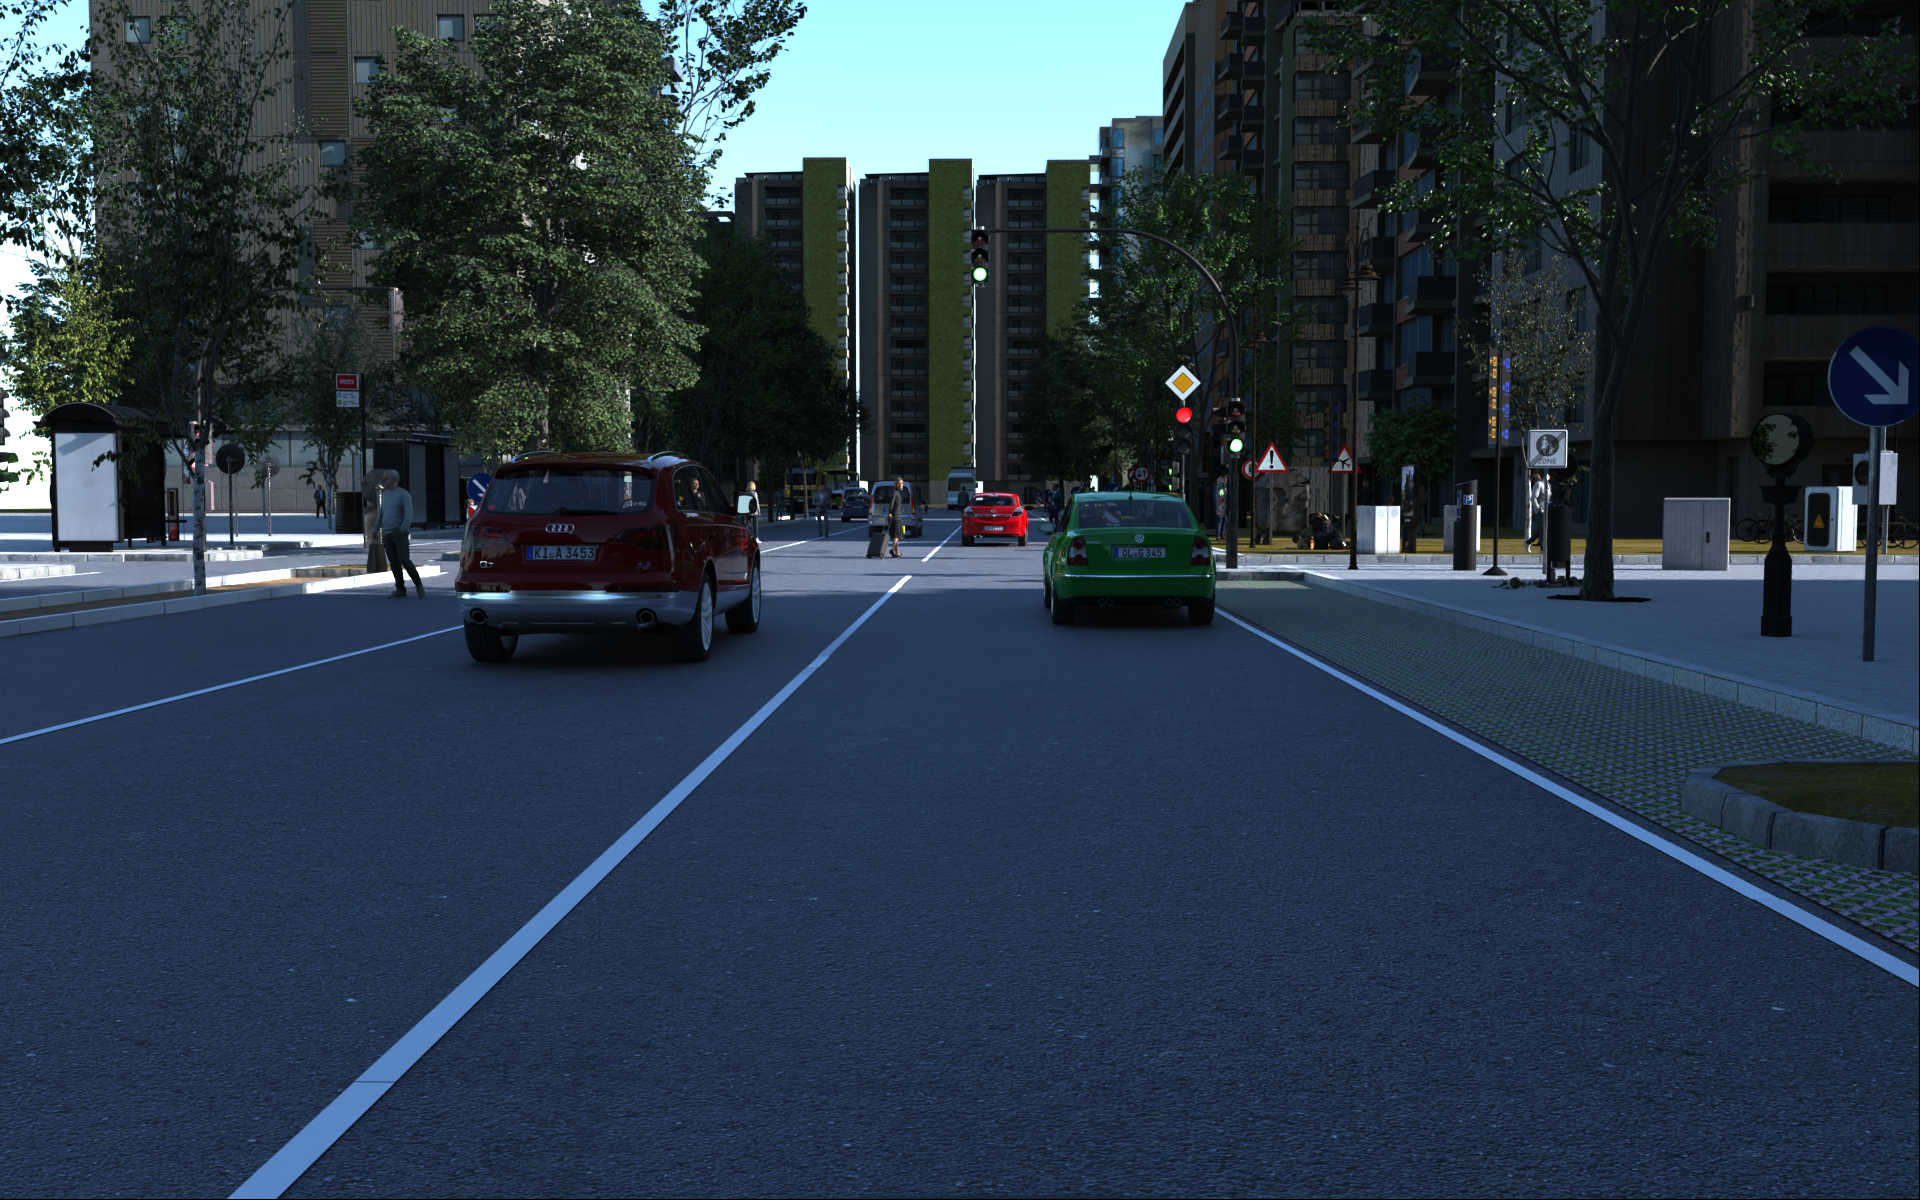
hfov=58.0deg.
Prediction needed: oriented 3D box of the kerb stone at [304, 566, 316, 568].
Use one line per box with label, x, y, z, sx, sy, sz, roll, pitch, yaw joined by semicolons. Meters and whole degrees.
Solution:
kerb stone;-11.441;-0.507;30.491;0.120;0.150;1.000;0;4;1

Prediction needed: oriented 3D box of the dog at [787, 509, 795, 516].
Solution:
dog;-10.305;-5.281;105.630;0.406;0.507;0.540;0;3;0

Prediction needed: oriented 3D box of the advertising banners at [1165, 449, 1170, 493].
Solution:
advertising banners;7.960;-4.302;66.520;0.090;3.025;2.074;0;4;4

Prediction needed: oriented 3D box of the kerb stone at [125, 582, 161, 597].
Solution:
kerb stone;-11.570;-0.132;24.353;0.120;0.150;1.000;0;4;1

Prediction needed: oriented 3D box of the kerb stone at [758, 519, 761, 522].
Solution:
kerb stone;-10.289;-3.987;87.386;0.120;0.150;1.000;0;4;1

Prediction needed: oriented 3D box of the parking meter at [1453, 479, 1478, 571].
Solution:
parking meter;8.503;-1.268;29.148;0.372;1.533;0.369;0;3;0

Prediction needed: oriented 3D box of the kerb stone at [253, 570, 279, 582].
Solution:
kerb stone;-11.493;-0.382;28.442;0.120;0.150;1.000;0;4;1

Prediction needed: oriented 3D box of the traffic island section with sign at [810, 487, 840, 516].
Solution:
traffic island section with sign;-8.713;-6.409;112.927;2.006;1.907;1.989;0;4;1

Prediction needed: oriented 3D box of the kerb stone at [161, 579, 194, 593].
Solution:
kerb stone;-11.555;-0.195;25.376;0.120;0.150;1.000;0;4;1

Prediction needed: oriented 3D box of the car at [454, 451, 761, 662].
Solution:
car;-3.136;-0.468;16.325;2.281;1.827;5.304;0;4;1

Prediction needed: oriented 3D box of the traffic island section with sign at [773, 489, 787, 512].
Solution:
traffic island section with sign;-14.380;-8.043;140.138;1.989;1.847;2.006;0;4;1

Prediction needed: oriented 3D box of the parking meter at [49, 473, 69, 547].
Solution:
parking meter;-21.642;-2.199;41.667;0.399;1.863;0.255;0;4;-1

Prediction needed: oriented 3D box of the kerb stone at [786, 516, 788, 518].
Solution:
kerb stone;-10.055;-4.677;98.660;0.120;0.150;1.000;0;4;1

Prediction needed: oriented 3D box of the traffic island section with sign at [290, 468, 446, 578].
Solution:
traffic island section with sign;-10.396;-1.362;30.398;2.006;1.907;1.989;0;4;1

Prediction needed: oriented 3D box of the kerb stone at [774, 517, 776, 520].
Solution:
kerb stone;-10.158;-4.364;93.541;0.120;0.150;1.000;0;4;1

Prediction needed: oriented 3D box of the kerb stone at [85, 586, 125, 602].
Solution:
kerb stone;-11.595;-0.064;23.323;0.120;0.150;1.000;0;4;1

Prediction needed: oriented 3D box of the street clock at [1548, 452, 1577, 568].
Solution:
street clock;10.422;-1.559;30.053;0.471;2.002;0.358;-1;4;-10

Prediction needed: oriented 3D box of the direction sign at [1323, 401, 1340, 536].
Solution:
direction sign;9.124;-3.096;42.614;0.379;3.537;0.876;-1;4;-11

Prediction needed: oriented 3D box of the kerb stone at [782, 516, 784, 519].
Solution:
kerb stone;-10.098;-4.548;96.608;0.120;0.150;1.000;0;4;1

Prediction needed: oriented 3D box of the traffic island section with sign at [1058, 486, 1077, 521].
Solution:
traffic island section with sign;5.926;-4.963;89.780;1.989;1.847;2.006;0;4;1

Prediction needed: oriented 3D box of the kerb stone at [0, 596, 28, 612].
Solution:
kerb stone;-11.643;0.057;21.274;0.120;0.150;1.000;0;4;1

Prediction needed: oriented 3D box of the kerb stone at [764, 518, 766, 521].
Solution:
kerb stone;-10.251;-4.113;89.442;0.120;0.150;1.000;0;4;1

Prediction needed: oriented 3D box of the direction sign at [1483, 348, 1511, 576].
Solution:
direction sign;8.464;-2.158;27.282;0.379;3.537;0.876;3;4;38

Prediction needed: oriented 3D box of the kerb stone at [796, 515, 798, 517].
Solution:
kerb stone;-9.950;-4.987;103.791;0.120;0.150;1.000;0;4;1

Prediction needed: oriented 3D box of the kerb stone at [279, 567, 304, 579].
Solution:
kerb stone;-11.465;-0.445;29.465;0.120;0.150;1.000;0;4;1

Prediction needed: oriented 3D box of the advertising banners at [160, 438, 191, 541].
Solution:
advertising banners;-21.473;-3.119;47.186;2.074;3.025;0.090;2;4;35

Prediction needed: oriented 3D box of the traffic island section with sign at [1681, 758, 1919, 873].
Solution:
traffic island section with sign;4.238;0.080;7.317;1.989;1.847;2.006;0;4;1

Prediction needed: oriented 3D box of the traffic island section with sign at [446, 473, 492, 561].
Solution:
traffic island section with sign;-10.235;-1.815;37.804;2.006;1.907;1.989;0;4;1

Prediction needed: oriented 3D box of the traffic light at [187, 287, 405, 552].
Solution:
traffic light;-14.645;-3.882;38.138;4.771;5.953;1.251;0;4;1

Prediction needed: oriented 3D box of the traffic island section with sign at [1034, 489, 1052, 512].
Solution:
traffic island section with sign;6.944;-8.009;139.570;1.989;1.847;2.006;0;4;1

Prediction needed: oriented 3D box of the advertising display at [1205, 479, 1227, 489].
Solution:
advertising display;10.967;-4.203;73.937;0.974;1.923;0.123;0;4;0

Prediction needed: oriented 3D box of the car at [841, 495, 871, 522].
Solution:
car;-5.170;-4.748;89.634;2.014;1.417;4.499;0;4;1

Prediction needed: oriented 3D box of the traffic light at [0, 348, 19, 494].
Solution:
traffic light;-16.901;-2.522;30.162;0.839;4.253;0.868;0;4;1

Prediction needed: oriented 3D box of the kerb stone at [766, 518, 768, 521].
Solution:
kerb stone;-10.223;-4.167;90.464;0.120;0.150;1.000;0;4;1

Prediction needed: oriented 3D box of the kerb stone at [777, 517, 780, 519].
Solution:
kerb stone;-10.114;-4.489;95.586;0.120;0.150;1.000;0;4;1

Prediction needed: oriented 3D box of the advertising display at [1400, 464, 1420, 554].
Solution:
advertising display;9.787;-1.988;37.714;0.123;1.923;0.974;0;4;-2

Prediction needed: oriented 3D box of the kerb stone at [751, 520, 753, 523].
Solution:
kerb stone;-10.329;-3.861;85.342;0.120;0.150;1.000;0;4;1

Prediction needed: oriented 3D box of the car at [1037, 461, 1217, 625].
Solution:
car;1.911;-0.710;20.398;1.959;1.807;4.718;0;4;1

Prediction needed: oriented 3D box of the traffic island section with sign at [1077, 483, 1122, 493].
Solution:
traffic island section with sign;5.378;-3.315;62.831;1.989;1.847;2.006;0;4;1

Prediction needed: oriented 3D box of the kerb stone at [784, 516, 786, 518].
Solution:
kerb stone;-10.080;-4.611;97.638;0.120;0.150;1.000;0;4;1

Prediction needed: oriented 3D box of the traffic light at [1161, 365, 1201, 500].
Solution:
traffic light;4.818;-2.985;37.723;0.839;4.253;0.868;0;4;1

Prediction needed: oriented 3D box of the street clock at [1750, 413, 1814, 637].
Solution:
street clock;7.365;-0.673;15.568;0.358;2.002;0.471;-2;4;-35

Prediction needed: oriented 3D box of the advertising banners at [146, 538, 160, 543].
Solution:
advertising banners;-21.255;-3.006;45.333;0.090;3.025;2.074;-1;4;-17

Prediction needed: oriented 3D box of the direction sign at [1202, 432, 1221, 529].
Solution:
direction sign;9.207;-4.371;63.459;0.876;3.537;0.379;-2;4;-34

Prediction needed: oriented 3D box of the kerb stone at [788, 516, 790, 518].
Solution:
kerb stone;-10.036;-4.737;99.689;0.120;0.150;1.000;0;4;1

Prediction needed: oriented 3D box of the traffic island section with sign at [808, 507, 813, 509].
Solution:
traffic island section with sign;-13.824;-9.692;167.088;1.989;1.847;2.006;0;4;1

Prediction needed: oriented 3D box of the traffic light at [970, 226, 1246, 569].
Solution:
traffic light;2.562;-3.362;29.641;4.771;5.953;1.251;0;4;1

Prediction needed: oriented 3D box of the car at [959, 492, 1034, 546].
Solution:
car;1.009;-2.443;48.978;2.155;1.783;4.494;0;4;3

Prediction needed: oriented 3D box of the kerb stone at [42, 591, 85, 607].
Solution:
kerb stone;-11.625;-0.006;22.301;0.120;0.150;1.000;0;4;1

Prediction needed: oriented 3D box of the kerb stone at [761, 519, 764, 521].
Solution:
kerb stone;-10.264;-4.050;88.409;0.120;0.150;1.000;0;4;1

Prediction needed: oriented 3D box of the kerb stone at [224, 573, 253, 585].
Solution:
kerb stone;-11.512;-0.317;27.420;0.120;0.150;1.000;0;4;1

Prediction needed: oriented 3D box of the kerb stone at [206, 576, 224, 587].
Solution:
kerb stone;-11.533;-0.257;26.398;0.120;0.150;1.000;0;4;1
